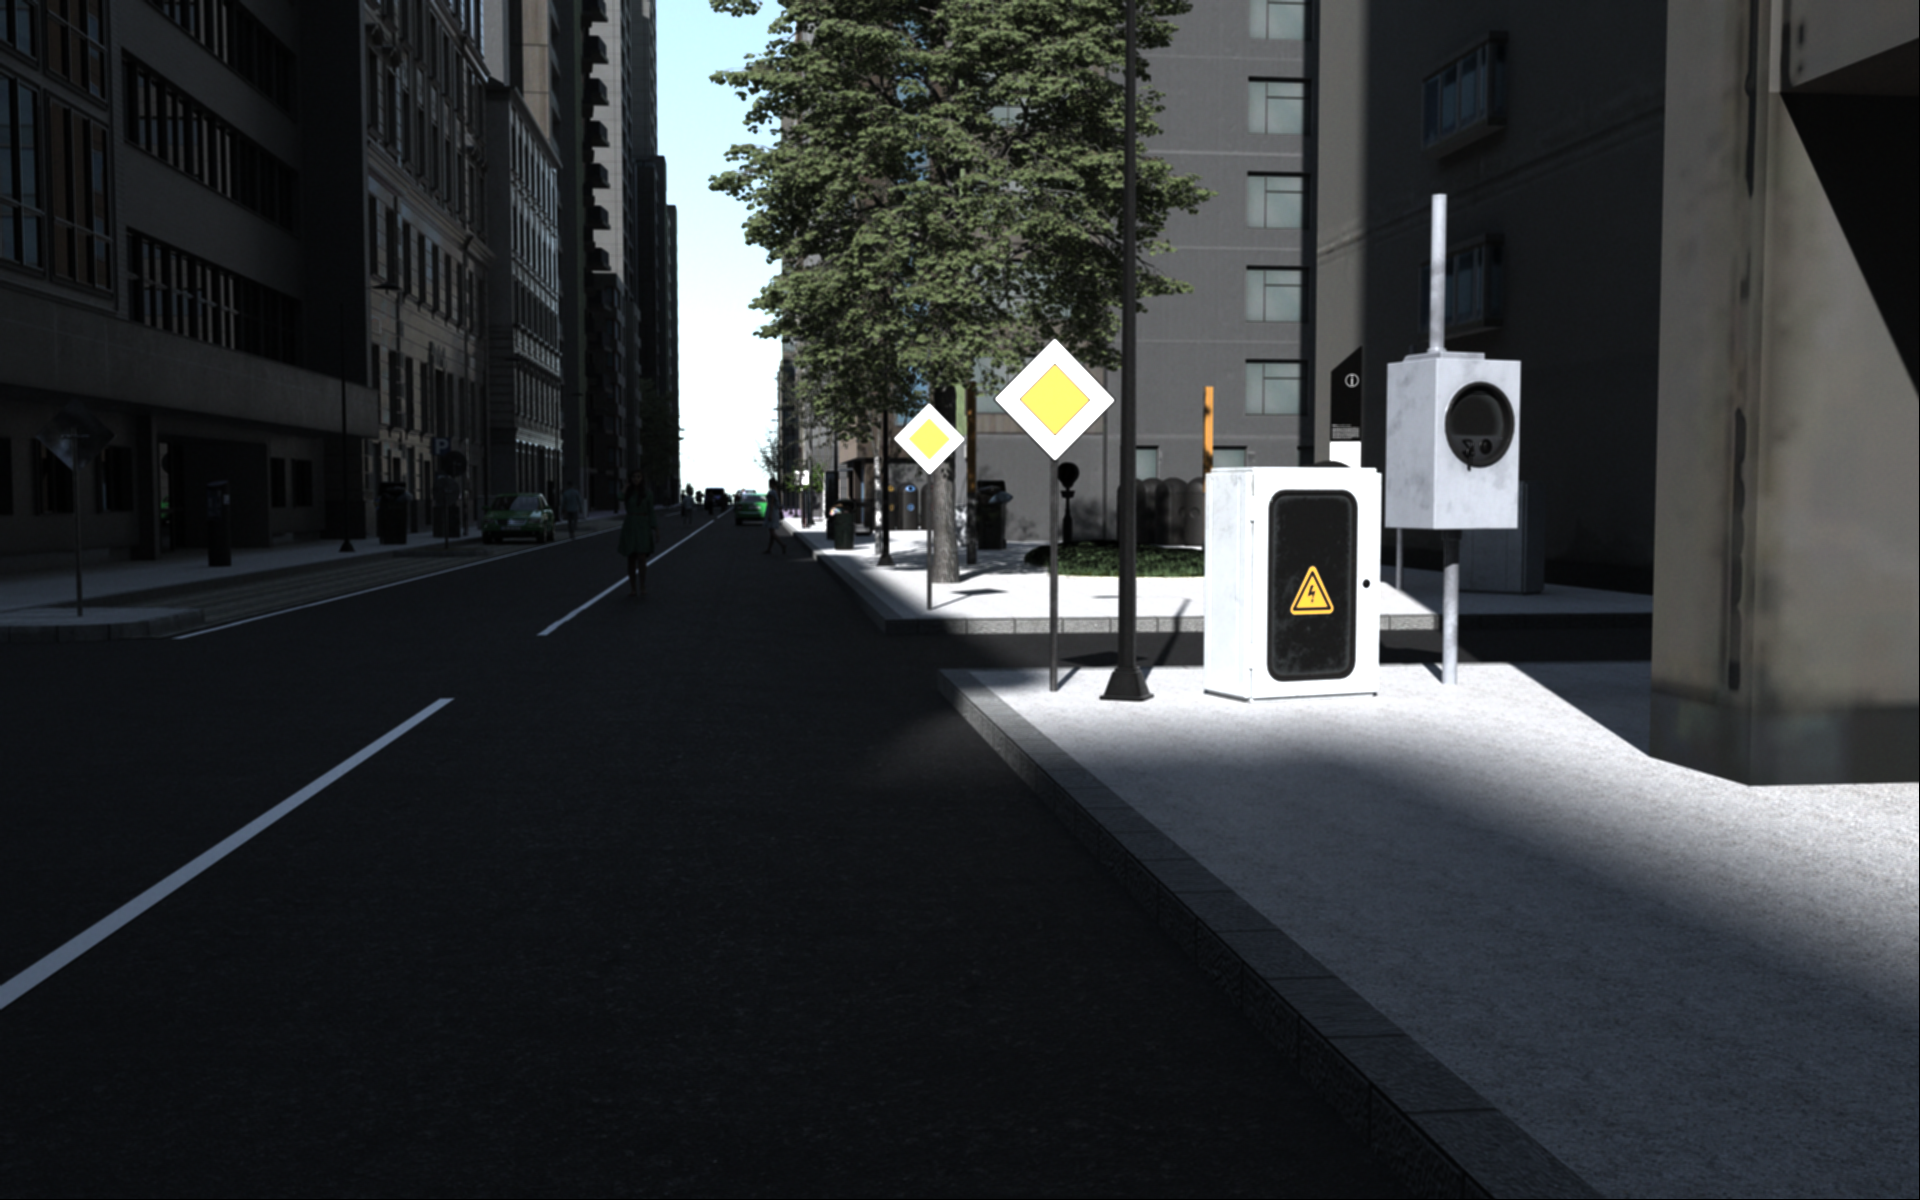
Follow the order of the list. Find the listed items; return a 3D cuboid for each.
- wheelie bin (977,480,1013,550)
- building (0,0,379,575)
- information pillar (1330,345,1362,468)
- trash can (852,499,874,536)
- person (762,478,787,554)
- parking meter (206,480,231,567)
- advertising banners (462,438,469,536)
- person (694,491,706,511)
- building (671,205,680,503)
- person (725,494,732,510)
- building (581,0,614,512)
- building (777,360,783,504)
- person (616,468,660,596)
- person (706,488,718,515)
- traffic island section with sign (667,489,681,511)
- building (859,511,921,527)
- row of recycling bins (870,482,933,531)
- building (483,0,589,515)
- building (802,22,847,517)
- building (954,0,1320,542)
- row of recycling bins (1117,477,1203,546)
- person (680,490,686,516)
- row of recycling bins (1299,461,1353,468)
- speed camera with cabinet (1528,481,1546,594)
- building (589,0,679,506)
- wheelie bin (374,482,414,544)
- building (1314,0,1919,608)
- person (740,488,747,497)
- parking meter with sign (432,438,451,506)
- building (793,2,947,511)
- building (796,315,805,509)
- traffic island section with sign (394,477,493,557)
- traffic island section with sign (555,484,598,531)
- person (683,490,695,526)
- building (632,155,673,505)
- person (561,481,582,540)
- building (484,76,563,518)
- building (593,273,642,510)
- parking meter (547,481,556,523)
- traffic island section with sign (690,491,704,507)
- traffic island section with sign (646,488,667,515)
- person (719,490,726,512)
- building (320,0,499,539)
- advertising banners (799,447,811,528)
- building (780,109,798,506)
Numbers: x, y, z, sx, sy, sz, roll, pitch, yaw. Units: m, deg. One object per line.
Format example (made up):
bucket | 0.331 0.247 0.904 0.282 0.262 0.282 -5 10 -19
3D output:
wheelie bin | 0.741 -1.971 40.138 0.980 1.594 0.693 1 4 13
building | -21.241 -13.010 31.781 14.314 24.678 30.058 0 4 -7
information pillar | 6.099 -2.202 27.353 0.504 3.616 0.183 1 4 13
trash can | -2.993 -2.555 53.433 0.748 1.137 0.748 0 3 0
person | -4.400 -2.001 41.316 0.778 1.811 0.616 2 4 35
parking meter | -13.164 -1.367 30.761 0.372 1.533 0.369 0 3 0
advertising banners | -15.269 -3.508 53.551 0.090 3.025 2.074 -1 4 -12
person | -22.150 -8.465 147.610 1.217 1.736 0.721 -1 4 -13
building | -45.903 -33.862 237.244 14.154 41.232 14.086 0 4 -7
person | -20.741 -8.685 153.763 1.065 1.426 0.557 0 4 1
building | -35.864 -28.398 118.936 22.147 44.769 28.867 0 4 -7
building | -11.091 -24.099 239.065 27.650 21.520 28.899 0 4 -7
person | -4.523 -0.952 24.309 0.600 1.795 0.529 -1 4 -15
person | -17.379 -6.879 120.975 1.348 1.823 0.705 3 5 44
traffic island section with sign | -24.316 -8.297 144.280 1.989 1.847 2.006 0 4 -7
building | 1.982 -25.954 74.456 14.600 45.320 14.200 0 4 -7
row of recycling bins | -1.455 -3.326 61.485 3.534 1.692 1.069 -1 4 -18
building | -29.066 -25.346 98.009 14.154 41.232 14.086 0 4 -7
building | 0.480 -34.764 110.395 21.231 58.520 28.212 0 4 -7
building | 6.422 -22.584 52.851 14.154 41.232 14.086 0 4 -7
row of recycling bins | 5.191 -2.248 43.875 1.069 1.692 3.534 -2 4 -32
person | -17.711 -6.275 111.907 0.742 1.727 0.445 0 4 7
row of recycling bins | 4.791 -0.966 22.915 1.069 1.692 3.534 0 4 7
speed camera with cabinet | 6.645 -1.741 22.800 2.038 3.252 0.660 3 5 45
building | -46.383 -47.719 218.450 20.563 71.187 20.611 0 4 -7
wheelie bin | -14.450 -2.224 44.270 0.980 1.594 0.693 -2 4 -27
building | 18.109 -24.887 30.606 21.600 48.544 21.300 0 4 -7
person | -15.902 -7.236 126.680 0.599 1.838 0.709 1 4 15
parking meter with sign | -15.788 -3.455 52.743 0.543 3.016 1.738 -1 4 -15
building | -8.394 -31.297 161.819 14.600 45.320 14.200 0 4 -7
building | 0.815 -18.162 141.980 27.650 21.520 28.899 0 4 -7
traffic island section with sign | -11.865 -1.915 39.932 1.989 1.847 2.006 0 4 -7
traffic island section with sign | -15.089 -3.574 67.060 1.989 1.847 2.006 0 4 -7
person | -12.000 -4.059 76.679 0.589 1.601 0.330 1 4 12
building | -41.542 -31.737 202.502 14.154 41.232 14.086 0 4 -7
person | -12.326 -2.840 54.796 0.638 1.841 0.748 0 4 7
building | -24.738 -14.256 82.236 9.793 20.994 18.267 0 4 -7
building | -42.276 -18.559 148.481 27.650 21.520 28.899 0 4 -7
parking meter | -18.051 -4.332 76.547 0.255 1.863 0.399 1 4 10
traffic island section with sign | -34.029 -13.272 225.624 1.989 1.847 2.006 0 4 -7
traffic island section with sign | -21.125 -6.660 117.514 1.989 1.847 2.006 0 4 -7
person | -18.690 -7.785 136.344 0.434 1.755 0.990 -2 4 -35
building | -23.890 -16.049 59.657 12.463 27.353 25.104 0 4 -7
advertising banners | -5.844 -4.211 65.043 0.090 3.025 2.074 0 4 7
building | -12.234 -30.786 186.942 14.154 41.232 14.086 0 4 -7
